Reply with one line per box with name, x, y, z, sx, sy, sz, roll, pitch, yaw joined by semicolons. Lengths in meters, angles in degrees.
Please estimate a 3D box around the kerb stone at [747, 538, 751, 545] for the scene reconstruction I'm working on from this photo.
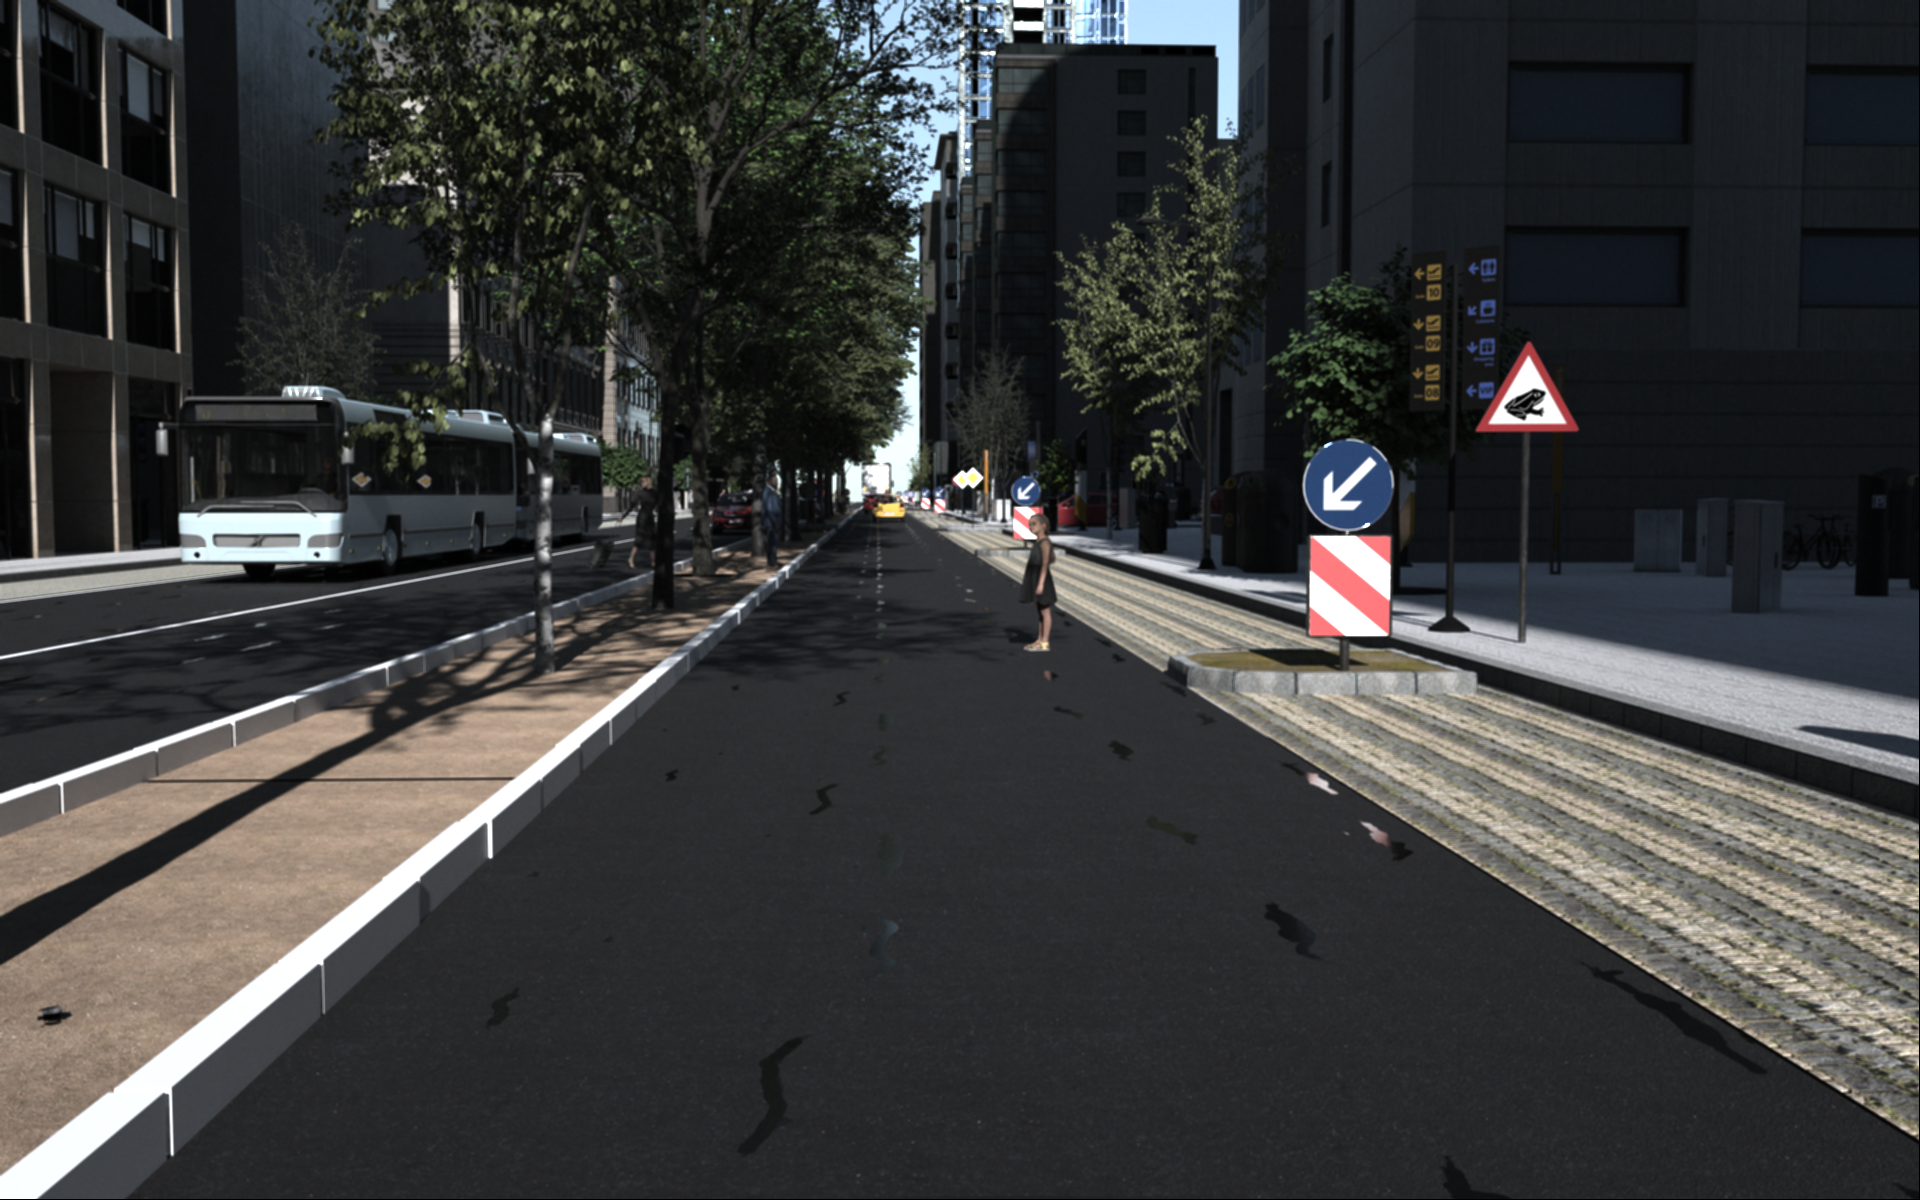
kerb stone;-5.989;-1.585;48.184;0.120;0.150;1.000;0;4;-3

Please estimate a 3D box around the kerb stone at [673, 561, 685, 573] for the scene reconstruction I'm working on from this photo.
kerb stone;-5.216;-0.585;31.781;0.120;0.150;1.000;0;4;-3

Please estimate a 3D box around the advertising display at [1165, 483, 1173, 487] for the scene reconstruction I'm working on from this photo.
advertising display;12.003;-5.637;97.385;0.974;1.923;0.123;1;4;18

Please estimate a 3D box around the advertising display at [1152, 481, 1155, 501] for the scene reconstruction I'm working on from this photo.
advertising display;9.911;-5.110;88.755;0.123;1.923;0.974;0;4;8

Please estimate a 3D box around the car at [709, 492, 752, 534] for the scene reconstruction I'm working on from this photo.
car;-8.025;-3.292;62.870;2.155;1.783;4.494;0;4;-5

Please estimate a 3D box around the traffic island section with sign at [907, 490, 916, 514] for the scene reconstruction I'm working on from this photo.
traffic island section with sign;-2.551;-6.930;121.930;1.989;1.847;2.006;0;4;-3

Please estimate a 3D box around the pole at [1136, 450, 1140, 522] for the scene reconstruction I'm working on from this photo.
pole;8.284;-5.321;80.844;0.158;3.312;0.155;0;3;0

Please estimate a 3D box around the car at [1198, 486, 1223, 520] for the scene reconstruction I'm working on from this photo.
car;12.091;-3.663;68.570;5.304;1.827;2.281;0;4;-3

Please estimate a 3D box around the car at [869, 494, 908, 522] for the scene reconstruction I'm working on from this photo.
car;-3.708;-4.876;89.942;2.015;1.641;3.980;0;4;-3

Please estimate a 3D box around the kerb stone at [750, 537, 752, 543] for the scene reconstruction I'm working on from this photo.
kerb stone;-6.044;-1.652;49.204;0.120;0.150;1.000;0;4;-3

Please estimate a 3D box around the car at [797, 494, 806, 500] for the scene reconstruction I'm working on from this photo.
car;-18.998;-11.748;203.882;2.131;1.459;4.920;0;4;-3

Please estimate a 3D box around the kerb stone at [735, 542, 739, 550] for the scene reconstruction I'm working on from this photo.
kerb stone;-5.800;-1.336;44.086;0.120;0.150;1.000;0;4;-3

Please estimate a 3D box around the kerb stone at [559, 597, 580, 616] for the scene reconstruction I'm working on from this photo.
kerb stone;-4.680;0.103;20.515;0.120;0.150;1.000;0;4;-3

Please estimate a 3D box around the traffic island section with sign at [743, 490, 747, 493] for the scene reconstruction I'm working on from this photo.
traffic island section with sign;-21.152;-9.954;171.380;1.989;1.847;2.006;0;4;-3

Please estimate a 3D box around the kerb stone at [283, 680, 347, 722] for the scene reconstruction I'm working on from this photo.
kerb stone;-4.225;0.667;11.285;0.120;0.150;1.000;0;4;-3

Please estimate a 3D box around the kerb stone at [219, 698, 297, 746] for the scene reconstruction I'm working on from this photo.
kerb stone;-4.172;0.730;10.259;0.120;0.150;1.000;0;4;-3

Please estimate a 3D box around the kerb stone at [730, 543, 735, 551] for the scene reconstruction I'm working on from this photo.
kerb stone;-5.750;-1.276;43.065;0.120;0.150;1.000;0;4;-3

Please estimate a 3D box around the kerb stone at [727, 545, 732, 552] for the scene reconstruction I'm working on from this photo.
kerb stone;-5.701;-1.202;42.037;0.120;0.150;1.000;0;4;-3

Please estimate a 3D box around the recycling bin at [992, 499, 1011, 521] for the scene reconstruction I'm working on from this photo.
recycling bin;1.954;-4.255;82.118;0.722;1.027;0.722;-1;4;-21

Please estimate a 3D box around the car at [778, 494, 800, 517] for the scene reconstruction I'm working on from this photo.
car;-10.990;-6.148;109.322;1.959;1.807;4.718;0;4;-4

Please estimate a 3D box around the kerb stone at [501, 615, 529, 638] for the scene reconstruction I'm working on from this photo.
kerb stone;-4.525;0.291;17.437;0.120;0.150;1.000;0;4;-3

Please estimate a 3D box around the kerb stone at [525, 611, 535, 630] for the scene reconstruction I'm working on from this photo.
kerb stone;-4.570;0.228;18.466;0.120;0.150;1.000;0;4;-3

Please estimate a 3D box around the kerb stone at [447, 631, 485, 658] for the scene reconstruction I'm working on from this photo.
kerb stone;-4.421;0.416;15.392;0.120;0.150;1.000;0;4;-3

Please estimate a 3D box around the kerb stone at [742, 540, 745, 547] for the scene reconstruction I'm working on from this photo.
kerb stone;-5.896;-1.465;46.141;0.120;0.150;1.000;0;4;-3

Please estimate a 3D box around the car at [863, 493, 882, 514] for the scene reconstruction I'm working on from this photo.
car;-5.980;-7.101;125.142;2.155;1.783;4.494;0;4;-1

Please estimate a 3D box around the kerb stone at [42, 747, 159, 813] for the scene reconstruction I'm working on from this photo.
kerb stone;-4.078;0.859;8.208;0.120;0.150;1.000;0;4;-3

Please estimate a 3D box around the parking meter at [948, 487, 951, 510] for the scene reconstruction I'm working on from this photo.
parking meter;-0.703;-7.969;135.997;0.399;1.863;0.255;-2;4;-29

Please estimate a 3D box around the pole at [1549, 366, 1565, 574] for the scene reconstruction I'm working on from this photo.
pole;9.522;-2.066;27.617;0.158;3.312;0.155;0;3;0

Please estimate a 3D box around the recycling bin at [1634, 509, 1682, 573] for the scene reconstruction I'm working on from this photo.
recycling bin;11.556;-0.986;28.683;0.722;1.027;0.722;1;4;22

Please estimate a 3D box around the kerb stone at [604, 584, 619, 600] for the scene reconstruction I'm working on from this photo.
kerb stone;-4.815;-0.085;23.586;0.120;0.150;1.000;0;4;-3

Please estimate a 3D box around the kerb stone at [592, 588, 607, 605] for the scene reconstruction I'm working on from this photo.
kerb stone;-4.766;-0.022;22.558;0.120;0.150;1.000;0;4;-3

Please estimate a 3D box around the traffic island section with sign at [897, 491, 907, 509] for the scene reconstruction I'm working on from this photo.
traffic island section with sign;-4.953;-9.990;171.970;1.989;1.847;2.006;0;4;-3

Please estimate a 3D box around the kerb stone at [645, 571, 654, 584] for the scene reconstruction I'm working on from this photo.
kerb stone;-5.017;-0.336;27.685;0.120;0.150;1.000;0;4;-3

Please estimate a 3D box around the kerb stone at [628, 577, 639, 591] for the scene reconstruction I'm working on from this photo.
kerb stone;-4.916;-0.205;25.628;0.120;0.150;1.000;0;4;-3

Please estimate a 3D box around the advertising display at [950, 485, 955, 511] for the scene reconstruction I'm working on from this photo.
advertising display;-0.540;-7.516;128.093;0.123;1.923;0.974;-1;4;-15

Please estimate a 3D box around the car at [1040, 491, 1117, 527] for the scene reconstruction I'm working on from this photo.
car;4.731;-3.642;68.579;4.494;1.783;2.155;0;4;-2

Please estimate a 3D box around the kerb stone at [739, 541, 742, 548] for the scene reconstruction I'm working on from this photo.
kerb stone;-5.847;-1.399;45.120;0.120;0.150;1.000;0;4;-3

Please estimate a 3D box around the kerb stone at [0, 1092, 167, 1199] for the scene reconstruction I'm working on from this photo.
kerb stone;-1.742;1.161;3.220;0.120;0.150;1.000;0;4;-3

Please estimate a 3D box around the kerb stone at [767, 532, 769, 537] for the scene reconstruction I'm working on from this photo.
kerb stone;-6.578;-2.341;60.478;0.120;0.150;1.000;0;4;-3

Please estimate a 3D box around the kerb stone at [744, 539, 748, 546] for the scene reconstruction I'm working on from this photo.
kerb stone;-5.943;-1.527;47.162;0.120;0.150;1.000;0;4;-3

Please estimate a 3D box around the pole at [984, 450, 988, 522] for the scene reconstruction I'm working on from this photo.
pole;1.194;-5.275;80.094;0.158;3.312;0.155;0;3;0

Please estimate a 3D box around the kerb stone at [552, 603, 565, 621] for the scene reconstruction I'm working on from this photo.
kerb stone;-4.622;0.166;19.487;0.120;0.150;1.000;0;4;-3

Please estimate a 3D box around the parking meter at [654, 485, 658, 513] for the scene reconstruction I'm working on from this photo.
parking meter;-20.154;-6.682;114.962;0.255;1.863;0.399;0;4;-7

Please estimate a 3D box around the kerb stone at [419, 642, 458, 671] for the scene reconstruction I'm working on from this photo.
kerb stone;-4.370;0.483;14.361;0.120;0.150;1.000;0;4;-3

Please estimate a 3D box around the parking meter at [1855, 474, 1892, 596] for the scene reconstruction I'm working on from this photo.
parking meter;11.515;-0.821;21.833;0.372;1.533;0.369;0;3;0

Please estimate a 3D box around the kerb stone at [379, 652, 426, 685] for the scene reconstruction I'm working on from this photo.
kerb stone;-4.325;0.542;13.336;0.120;0.150;1.000;0;4;-3

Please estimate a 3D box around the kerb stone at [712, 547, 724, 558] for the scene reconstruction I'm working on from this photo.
kerb stone;-5.601;-1.084;39.980;0.120;0.150;1.000;0;4;-3

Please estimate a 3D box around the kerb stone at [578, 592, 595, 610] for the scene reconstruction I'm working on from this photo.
kerb stone;-4.716;0.040;21.537;0.120;0.150;1.000;0;4;-3

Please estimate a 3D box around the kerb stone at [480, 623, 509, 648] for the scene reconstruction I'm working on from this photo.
kerb stone;-4.466;0.356;16.413;0.120;0.150;1.000;0;4;-3

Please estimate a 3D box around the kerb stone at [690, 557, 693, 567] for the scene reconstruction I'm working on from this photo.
kerb stone;-5.306;-0.711;33.823;0.120;0.150;1.000;0;4;-3

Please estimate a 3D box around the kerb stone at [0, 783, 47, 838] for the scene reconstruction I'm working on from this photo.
kerb stone;-4.035;0.918;7.187;0.120;0.150;1.000;0;4;-3

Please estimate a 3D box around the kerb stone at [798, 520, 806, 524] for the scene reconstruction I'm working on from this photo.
kerb stone;-7.783;-3.878;85.604;0.120;0.150;1.000;0;4;-3

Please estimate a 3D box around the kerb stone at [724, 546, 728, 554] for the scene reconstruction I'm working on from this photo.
kerb stone;-5.654;-1.150;41.006;0.120;0.150;1.000;0;4;-3

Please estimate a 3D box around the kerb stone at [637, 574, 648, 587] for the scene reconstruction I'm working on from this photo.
kerb stone;-4.963;-0.270;26.657;0.120;0.150;1.000;0;4;-3

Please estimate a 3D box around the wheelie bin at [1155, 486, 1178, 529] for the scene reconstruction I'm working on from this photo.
wheelie bin;7.666;-3.466;64.585;0.693;1.594;0.980;3;5;44

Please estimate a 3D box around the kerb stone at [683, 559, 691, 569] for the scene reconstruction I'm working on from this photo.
kerb stone;-5.258;-0.649;32.802;0.120;0.150;1.000;0;4;-3

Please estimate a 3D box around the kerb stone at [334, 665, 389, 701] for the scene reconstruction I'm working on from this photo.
kerb stone;-4.282;0.604;12.314;0.120;0.150;1.000;0;4;-3

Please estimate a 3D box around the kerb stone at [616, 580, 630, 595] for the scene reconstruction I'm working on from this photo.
kerb stone;-4.855;-0.148;24.607;0.120;0.150;1.000;0;4;-3

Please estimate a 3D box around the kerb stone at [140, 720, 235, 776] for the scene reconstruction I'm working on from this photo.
kerb stone;-4.128;0.793;9.229;0.120;0.150;1.000;0;4;-3
